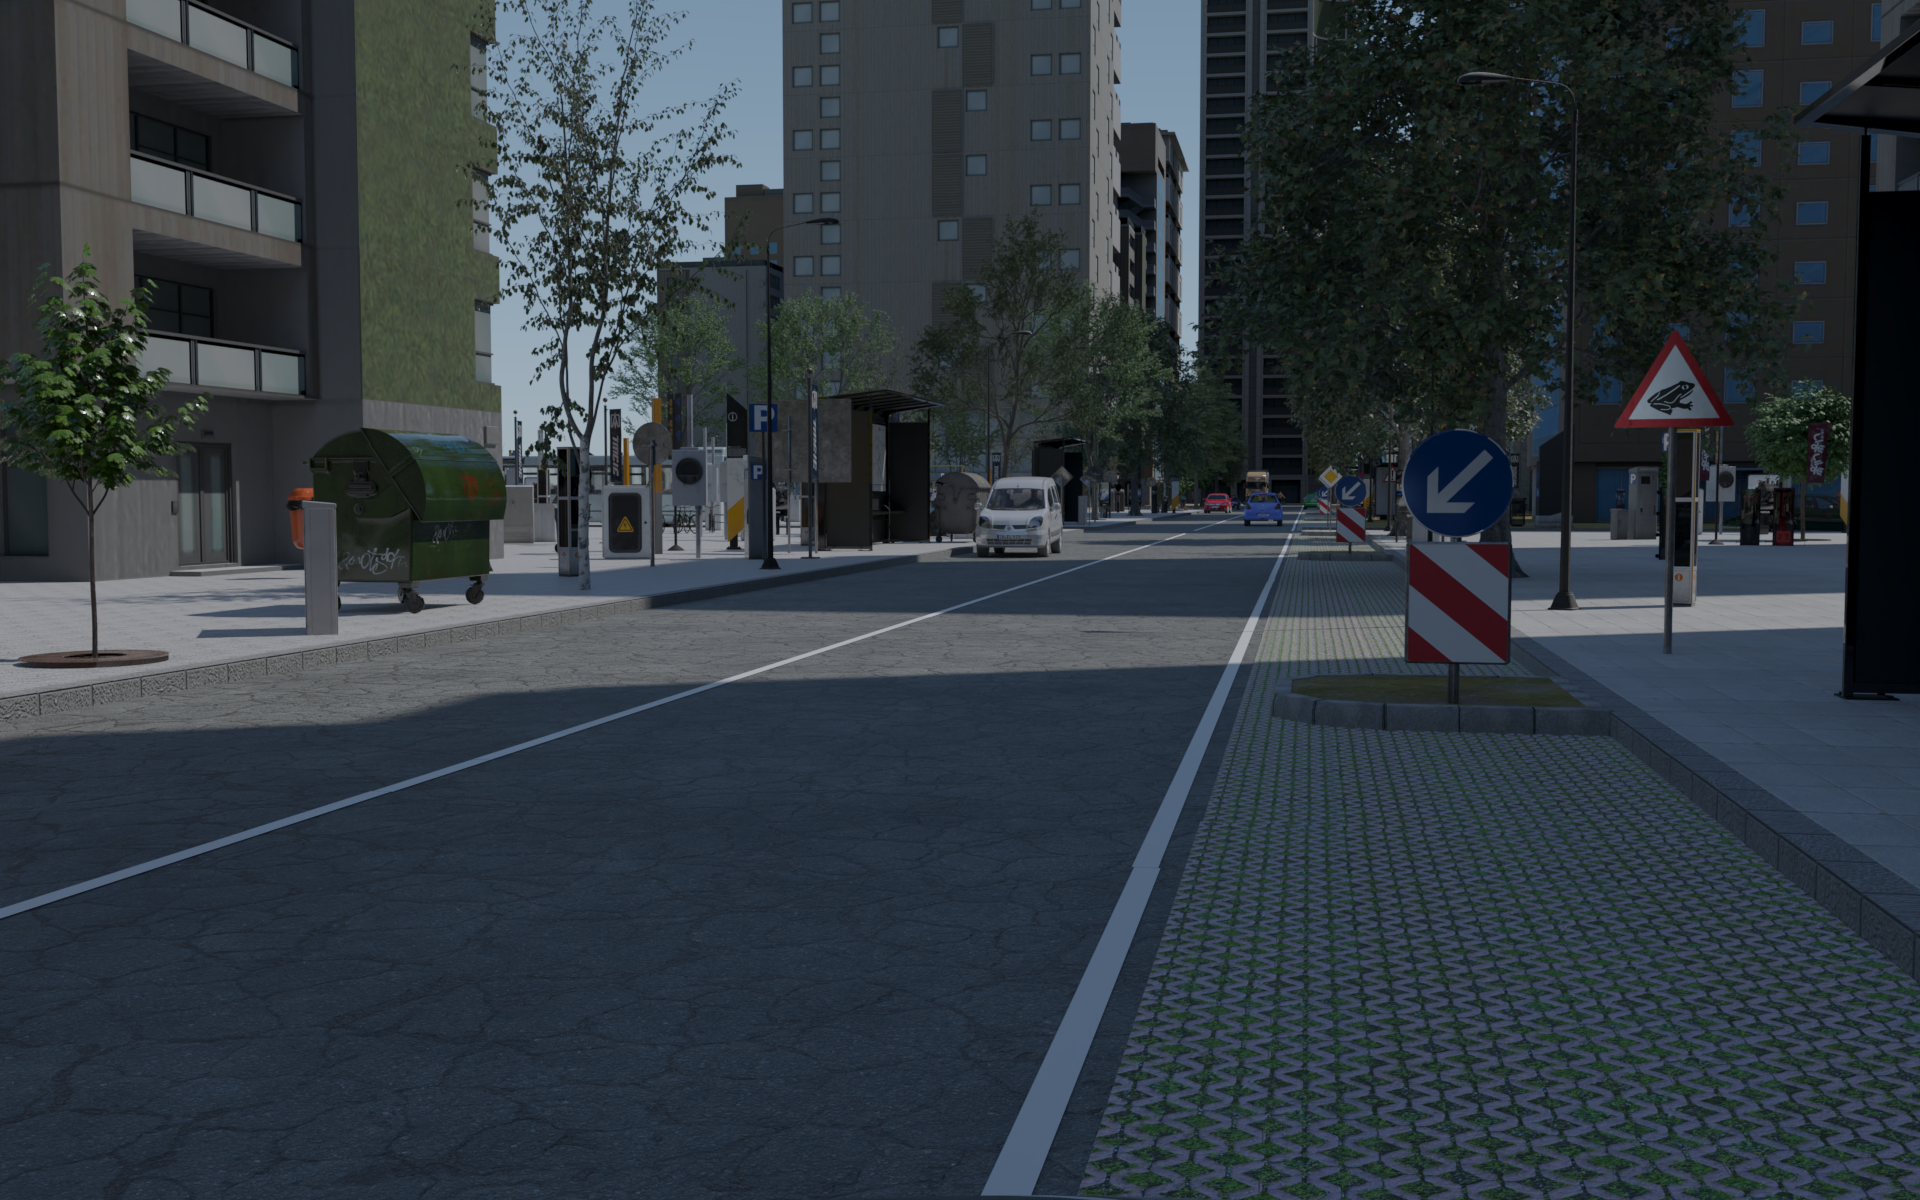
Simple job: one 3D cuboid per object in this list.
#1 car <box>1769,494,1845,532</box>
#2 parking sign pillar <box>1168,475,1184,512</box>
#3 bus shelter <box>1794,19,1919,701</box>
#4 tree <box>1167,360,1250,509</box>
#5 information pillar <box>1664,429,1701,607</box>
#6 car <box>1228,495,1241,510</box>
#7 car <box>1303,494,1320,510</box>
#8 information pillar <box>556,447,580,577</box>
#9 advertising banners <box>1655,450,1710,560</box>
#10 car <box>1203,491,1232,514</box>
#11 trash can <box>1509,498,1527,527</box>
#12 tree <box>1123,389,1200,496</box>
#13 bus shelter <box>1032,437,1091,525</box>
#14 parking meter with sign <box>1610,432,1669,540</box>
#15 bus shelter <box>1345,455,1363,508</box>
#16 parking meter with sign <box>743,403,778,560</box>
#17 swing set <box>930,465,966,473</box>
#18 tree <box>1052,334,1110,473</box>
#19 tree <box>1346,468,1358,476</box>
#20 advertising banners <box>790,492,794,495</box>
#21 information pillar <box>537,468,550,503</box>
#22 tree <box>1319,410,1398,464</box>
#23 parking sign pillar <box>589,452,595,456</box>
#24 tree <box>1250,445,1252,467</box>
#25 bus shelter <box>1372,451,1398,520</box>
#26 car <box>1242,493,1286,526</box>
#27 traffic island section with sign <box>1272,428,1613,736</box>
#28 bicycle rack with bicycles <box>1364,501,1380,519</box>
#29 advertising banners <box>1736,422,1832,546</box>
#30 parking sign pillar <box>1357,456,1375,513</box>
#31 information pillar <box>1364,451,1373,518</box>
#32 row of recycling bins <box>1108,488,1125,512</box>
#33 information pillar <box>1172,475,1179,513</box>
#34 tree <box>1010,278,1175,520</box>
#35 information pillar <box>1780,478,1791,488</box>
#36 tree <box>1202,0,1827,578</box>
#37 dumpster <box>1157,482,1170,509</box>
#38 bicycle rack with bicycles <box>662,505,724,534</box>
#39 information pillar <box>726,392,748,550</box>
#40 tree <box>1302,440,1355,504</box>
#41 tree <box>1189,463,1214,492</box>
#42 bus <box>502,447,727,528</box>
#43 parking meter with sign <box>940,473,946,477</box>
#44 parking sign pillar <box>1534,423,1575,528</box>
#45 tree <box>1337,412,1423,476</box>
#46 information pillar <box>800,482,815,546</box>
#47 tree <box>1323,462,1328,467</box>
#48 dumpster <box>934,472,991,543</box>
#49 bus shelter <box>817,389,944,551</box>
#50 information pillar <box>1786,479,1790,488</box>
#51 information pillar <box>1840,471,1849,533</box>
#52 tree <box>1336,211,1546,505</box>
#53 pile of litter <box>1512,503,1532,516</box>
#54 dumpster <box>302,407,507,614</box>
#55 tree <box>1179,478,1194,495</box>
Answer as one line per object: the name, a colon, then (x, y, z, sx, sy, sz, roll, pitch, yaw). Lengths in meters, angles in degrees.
car: (30.144, -3.110, 60.638, 4.222, 1.686, 2.009, 1, 4, 13)
parking sign pillar: (15.835, -8.532, 127.976, 1.447, 3.967, 1.447, 1, 4, 14)
bus shelter: (5.432, -1.006, 7.726, 1.731, 3.624, 6.357, 1, 4, 11)
tree: (20.088, -13.966, 146.478, 7.486, 12.596, 7.792, 0, 3, 0)
information pillar: (8.255, -0.936, 19.792, 0.304, 2.012, 0.304, 2, 4, 31)
car: (24.604, -8.854, 157.345, 1.945, 1.354, 3.894, 1, 4, 11)
car: (32.244, -9.113, 157.799, 1.959, 1.807, 4.718, 1, 4, 13)
information pillar: (-6.054, -1.374, 26.954, 0.304, 2.012, 0.304, 3, 5, 40)
advertising banners: (14.353, -2.327, 34.234, 2.074, 3.025, 0.090, -3, 5, -39)
car: (19.167, -7.325, 128.804, 2.155, 1.783, 4.494, 1, 4, 13)
trash can: (21.927, -3.456, 68.151, 0.748, 1.137, 0.748, 0, 3, 0)
tree: (14.231, -10.298, 118.736, 4.360, 8.622, 3.978, 0, 3, 0)
bus shelter: (4.376, -5.066, 74.108, 1.731, 3.624, 6.357, 1, 4, 11)
parking meter with sign: (19.233, -3.214, 48.808, 1.738, 3.016, 0.543, -1, 4, -13)
bus shelter: (31.008, -9.623, 134.974, 2.179, 5.291, 8.768, 1, 4, 11)
parking meter with sign: (-3.997, -2.321, 34.207, 0.543, 3.016, 1.738, -1, 4, -15)
swing set: (-0.961, -5.948, 94.874, 3.119, 2.851, 2.862, 1, 4, 23)
tree: (10.180, -11.287, 101.557, 9.611, 12.733, 9.660, 0, 3, 0)
tree: (29.006, -8.158, 127.981, 1.663, 3.219, 1.824, 0, 3, 0)
advertising banners: (-13.433, -8.406, 133.620, 0.090, 3.025, 2.074, 2, 4, 35)
information pillar: (-11.958, -2.769, 49.763, 0.304, 2.012, 0.304, 0, 4, 1)
tree: (26.036, -10.804, 111.058, 7.601, 10.594, 8.767, 2, 4, 26)
parking sign pillar: (-22.005, -7.129, 105.039, 1.447, 3.967, 1.447, -1, 4, -12)
tree: (27.435, -16.468, 187.380, 7.486, 12.596, 7.792, 0, 3, 0)
bus shelter: (20.910, -5.479, 83.500, 2.014, 3.302, 5.546, 1, 4, 11)
car: (13.735, -4.203, 78.308, 1.945, 1.707, 3.694, 1, 4, 11)
traffic island section with sign: (3.065, -0.163, 11.296, 1.989, 1.847, 2.006, 1, 4, 11)
bicycle rack with bicycles: (21.710, -4.709, 90.379, 2.852, 0.926, 2.925, 0, 4, -1)
advertising banners: (20.338, -2.850, 42.781, 2.074, 3.025, 0.090, 2, 4, 30)
parking sign pillar: (28.079, -8.016, 119.532, 1.447, 3.967, 1.447, 1, 4, 20)
information pillar: (22.232, -6.305, 94.446, 0.504, 3.616, 0.183, 0, 4, 7)
row of recycling bins: (10.925, -7.191, 124.690, 1.069, 1.692, 3.534, 2, 4, 26)
information pillar: (14.268, -7.547, 114.741, 0.504, 3.616, 0.183, 1, 4, 23)
tree: (6.468, -9.731, 84.862, 9.928, 11.665, 9.643, 0, 3, 0)
information pillar: (33.188, -3.986, 69.668, 0.304, 2.012, 0.304, -1, 4, -18)
tree: (8.179, -6.699, 26.530, 9.611, 12.733, 9.660, 0, 3, 0)
dumpster: (15.690, -8.006, 133.388, 1.502, 2.255, 1.985, 1, 4, 11)
bicycle rack with bicycles: (-8.813, -2.660, 56.865, 2.852, 0.926, 2.925, -1, 4, -21)
information pillar: (-5.148, -2.973, 39.956, 0.504, 3.616, 0.183, 0, 4, -2)
tree: (46.500, -18.263, 216.721, 7.486, 12.596, 7.792, 0, 3, 0)
tree: (21.756, -10.770, 159.797, 4.285, 4.588, 4.351, 0, 3, 0)
bus: (-15.452, -4.607, 70.188, 13.247, 3.499, 2.948, 1, 4, 12)
parking meter with sign: (-0.824, -9.028, 143.874, 0.543, 3.016, 1.738, 3, 5, 44)
parking sign pillar: (22.714, -4.749, 66.114, 1.447, 3.967, 1.447, 0, 4, 1)
tree: (19.012, -7.535, 73.553, 4.360, 8.622, 3.978, 0, 3, 0)
information pillar: (-3.777, -2.353, 42.957, 0.304, 2.012, 0.304, 1, 4, 12)
tree: (24.321, -9.366, 103.494, 4.737, 8.622, 4.395, 0, 3, 0)
dumpster: (0.062, -2.473, 46.193, 1.264, 1.857, 1.865, 1, 4, 11)
bus shelter: (-1.864, -3.101, 41.991, 1.731, 3.624, 6.357, 1, 4, 12)
information pillar: (30.452, -4.422, 63.662, 0.183, 3.616, 0.504, 1, 4, 21)
information pillar: (29.133, -4.007, 56.877, 0.183, 3.616, 0.504, 0, 4, -7)
tree: (12.268, -5.648, 42.709, 4.737, 8.622, 4.395, 0, 3, 0)
pile of litter: (32.450, -5.246, 99.744, 1.719, 0.858, 1.176, 3, 4, 36)
dumpster: (-6.192, -1.032, 19.370, 1.502, 2.255, 1.985, 1, 4, 11)
tree: (17.639, -8.806, 138.587, 1.663, 3.219, 1.824, 0, 3, 0)
